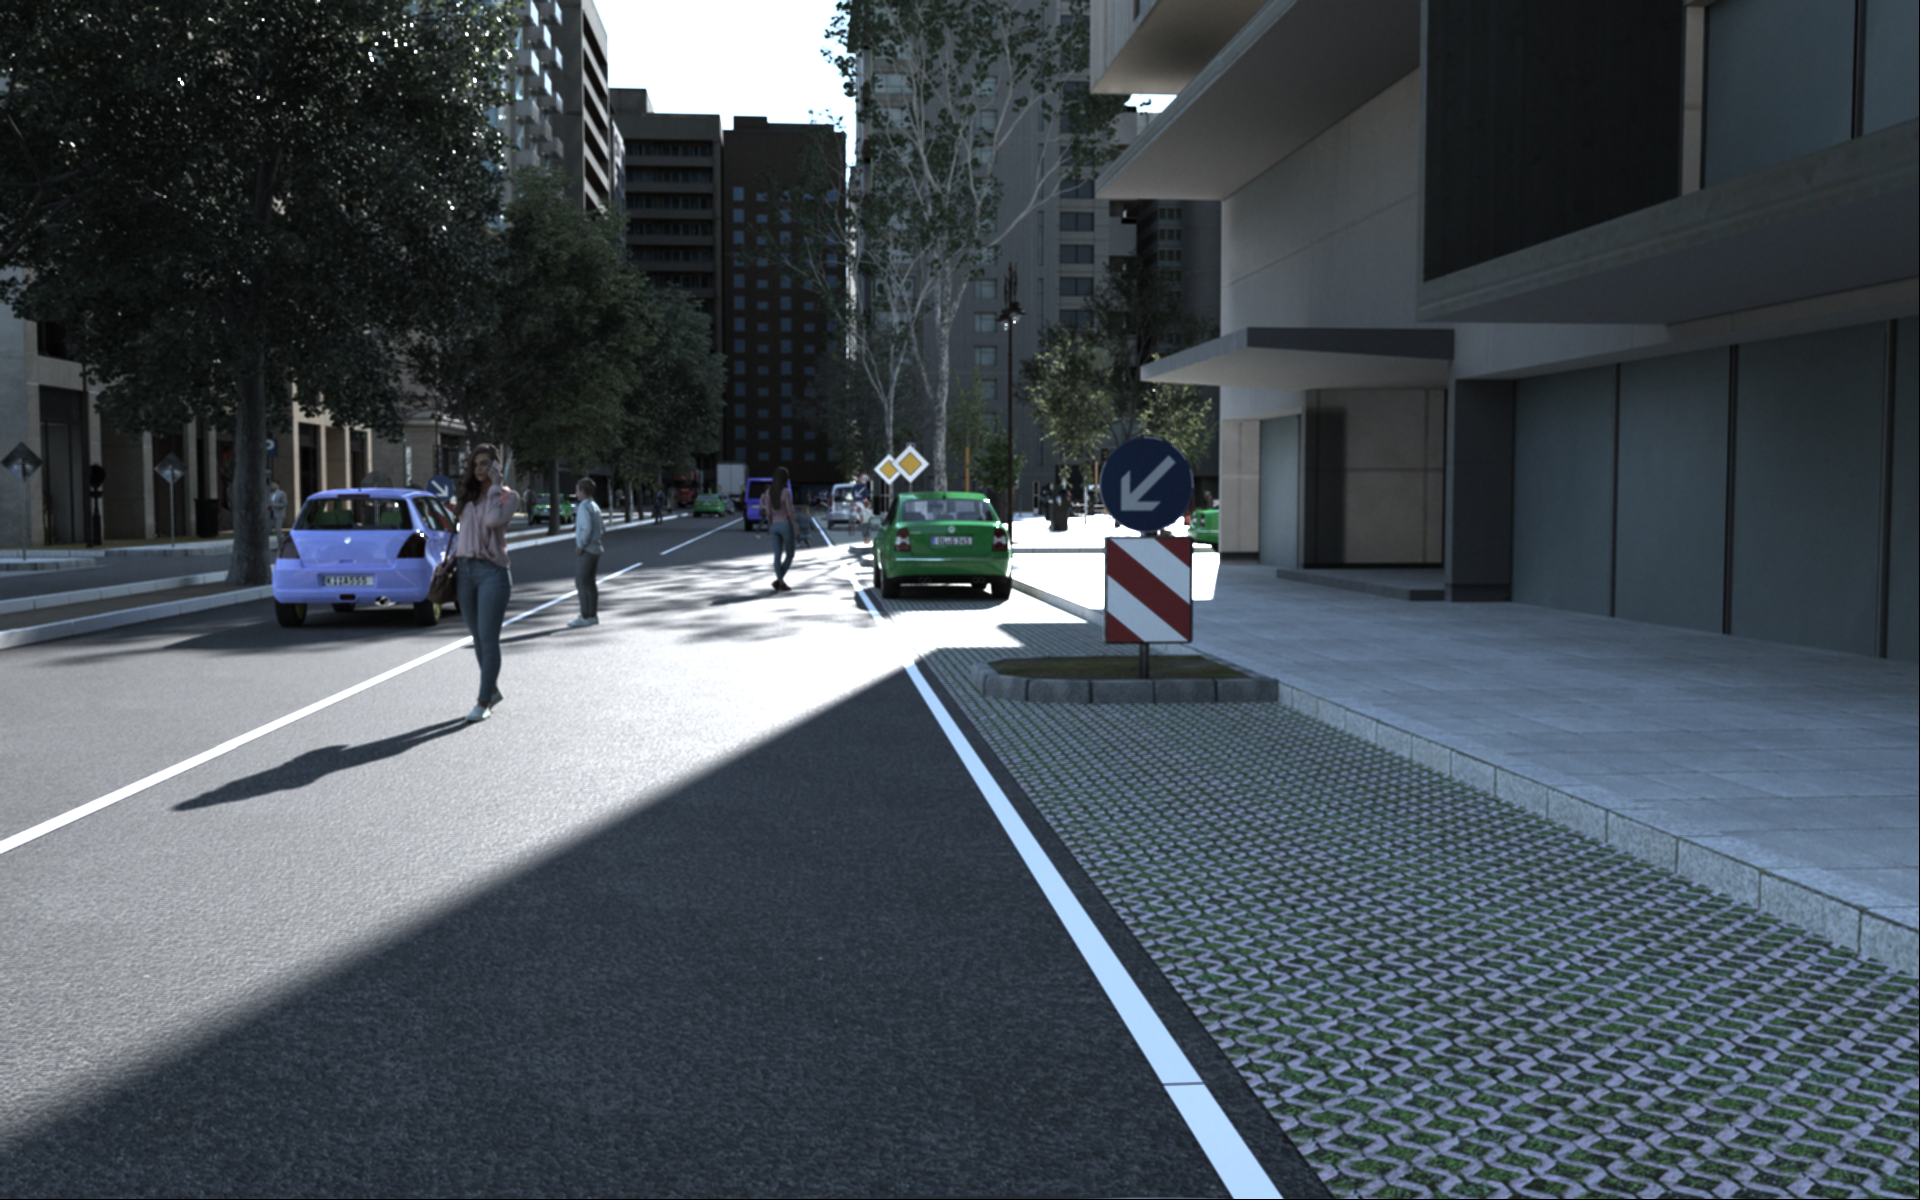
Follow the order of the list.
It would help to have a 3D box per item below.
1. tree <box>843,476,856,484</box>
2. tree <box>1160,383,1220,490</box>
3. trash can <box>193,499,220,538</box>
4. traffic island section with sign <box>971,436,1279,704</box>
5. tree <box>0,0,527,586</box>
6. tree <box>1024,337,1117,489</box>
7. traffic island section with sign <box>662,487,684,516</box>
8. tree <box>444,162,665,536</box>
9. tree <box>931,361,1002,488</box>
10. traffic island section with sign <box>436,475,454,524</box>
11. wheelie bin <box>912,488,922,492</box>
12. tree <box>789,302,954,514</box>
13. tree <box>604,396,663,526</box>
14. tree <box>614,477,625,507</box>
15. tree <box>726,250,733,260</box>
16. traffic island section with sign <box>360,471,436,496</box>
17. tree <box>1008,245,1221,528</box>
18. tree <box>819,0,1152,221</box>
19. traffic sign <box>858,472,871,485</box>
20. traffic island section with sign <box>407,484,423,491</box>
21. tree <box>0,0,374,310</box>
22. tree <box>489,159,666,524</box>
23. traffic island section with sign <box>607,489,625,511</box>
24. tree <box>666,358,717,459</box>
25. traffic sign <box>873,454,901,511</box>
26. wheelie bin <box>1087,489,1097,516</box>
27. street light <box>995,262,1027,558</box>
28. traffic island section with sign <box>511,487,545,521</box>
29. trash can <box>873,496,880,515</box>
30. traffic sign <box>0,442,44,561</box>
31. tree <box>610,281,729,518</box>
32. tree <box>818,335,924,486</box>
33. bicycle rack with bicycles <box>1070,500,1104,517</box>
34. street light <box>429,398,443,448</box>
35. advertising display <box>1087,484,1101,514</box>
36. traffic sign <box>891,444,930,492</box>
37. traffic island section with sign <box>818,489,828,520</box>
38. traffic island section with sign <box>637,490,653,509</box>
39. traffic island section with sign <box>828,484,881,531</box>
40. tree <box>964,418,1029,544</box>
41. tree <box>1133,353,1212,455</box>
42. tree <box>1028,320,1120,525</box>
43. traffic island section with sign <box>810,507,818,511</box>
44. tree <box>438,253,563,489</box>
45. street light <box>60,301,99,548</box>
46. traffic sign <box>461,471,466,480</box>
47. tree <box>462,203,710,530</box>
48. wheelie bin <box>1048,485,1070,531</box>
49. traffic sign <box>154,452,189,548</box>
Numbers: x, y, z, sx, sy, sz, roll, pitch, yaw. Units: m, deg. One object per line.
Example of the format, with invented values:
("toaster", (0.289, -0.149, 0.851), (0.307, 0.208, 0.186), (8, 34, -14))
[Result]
("tree", (-10.364, -10.017, 158.385), (1.663, 3.219, 1.824), (0, 3, 0))
("tree", (14.508, -9.887, 112.022), (4.737, 8.622, 4.395), (0, 3, 0))
("trash can", (-22.108, -2.397, 50.850), (0.748, 1.137, 0.748), (0, 3, 0))
("traffic island section with sign", (1.111, -0.249, 12.704), (1.989, 1.847, 2.006), (0, 4, -5))
("tree", (-11.207, -7.208, 26.959), (9.857, 13.997, 8.962), (0, 3, 0))
("tree", (4.931, -7.825, 78.306), (4.360, 8.622, 3.978), (0, 3, 0))
("traffic island section with sign", (-19.393, -6.621, 116.391), (2.006, 1.907, 1.989), (0, 4, -5))
("tree", (-14.062, -8.494, 59.456), (7.486, 12.596, 7.792), (0, 3, 0))
("tree", (0.383, -8.929, 96.358), (4.737, 8.622, 4.395), (0, 3, 0))
("traffic island section with sign", (-12.338, -2.046, 41.584), (2.006, 1.907, 1.989), (0, 4, -5))
("wheelie bin", (-2.282, -5.043, 90.359), (0.693, 1.594, 0.980), (-3, 5, -42))
("tree", (-5.798, -12.263, 110.866), (12.009, 13.543, 11.850), (0, 3, 0))
("tree", (-15.529, -7.587, 76.859), (4.737, 8.622, 4.395), (0, 3, 0))
("tree", (-34.695, -11.102, 176.116), (1.663, 3.219, 1.824), (0, 3, 0))
("tree", (-4.824, -14.103, 86.478), (12.611, 20.169, 13.585), (0, 3, 0))
("traffic island section with sign", (-11.653, -1.595, 34.208), (2.006, 1.907, 1.989), (0, 4, -5))
("tree", (6.039, -8.033, 65.750), (8.767, 10.594, 7.601), (0, 4, -5))
("tree", (-0.018, -12.065, 53.155), (12.611, 20.169, 13.585), (0, 3, 0))
("traffic sign", (-5.631, -6.243, 102.182), (0.768, 2.556, 0.104), (0, 4, -1))
("traffic island section with sign", (-20.781, -3.500, 65.849), (1.989, 1.847, 2.006), (0, 4, -5))
("tree", (-10.000, -4.941, 17.658), (8.767, 10.594, 7.601), (0, 4, -5))
("tree", (-12.484, -6.615, 45.018), (8.767, 10.594, 7.601), (0, 4, -5))
("traffic island section with sign", (-28.023, -8.198, 142.665), (1.989, 1.847, 2.006), (0, 4, -5))
("tree", (-15.929, -8.941, 83.047), (8.767, 10.594, 7.601), (0, 4, -5))
("traffic sign", (-1.752, -2.397, 42.840), (0.795, 2.450, 0.064), (0, 4, -5))
("wheelie bin", (7.724, -5.770, 102.254), (0.693, 1.594, 0.980), (0, 4, 8))
("street light", (1.006, -3.785, 34.677), (0.468, 5.910, 1.993), (0, 4, -5))
("traffic island section with sign", (-23.325, -5.153, 92.882), (1.989, 1.847, 2.006), (0, 4, -5))
("trash can", (-4.895, -5.650, 104.027), (0.748, 1.137, 0.748), (0, 3, 0))
("traffic sign", (-18.024, -1.815, 33.314), (0.795, 2.450, 0.064), (0, 4, -5))
("tree", (-18.308, -11.928, 104.141), (9.857, 13.997, 8.962), (0, 3, 0))
("tree", (-6.365, -12.511, 122.680), (7.486, 12.596, 7.792), (0, 3, 0))
("bicycle rack with bicycles", (6.984, -5.250, 99.225), (2.852, 0.926, 2.925), (2, 4, 28))
("street light", (-24.538, -6.637, 81.307), (0.468, 5.910, 1.993), (0, 4, -5))
("advertising display", (8.548, -6.444, 110.574), (0.974, 1.923, 0.123), (-2, 4, -32))
("traffic sign", (-1.003, -1.911, 34.890), (0.795, 2.450, 0.064), (0, 4, -5))
("traffic island section with sign", (-6.567, -5.237, 94.247), (1.989, 1.847, 2.006), (0, 4, -5))
("traffic island section with sign", (-30.544, -9.839, 169.503), (1.989, 1.847, 2.006), (0, 4, -5))
("traffic island section with sign", (-4.034, -3.595, 67.411), (1.989, 1.847, 2.006), (0, 4, -5))
("tree", (0.916, -3.050, 44.464), (1.663, 3.219, 1.824), (0, 3, 0))
("tree", (10.564, -8.328, 86.522), (4.360, 8.622, 3.978), (0, 3, 0))
("tree", (5.058, -7.471, 72.511), (4.737, 8.622, 4.395), (0, 3, 0))
("traffic island section with sign", (-13.865, -9.980, 171.806), (1.989, 1.847, 2.006), (0, 4, -5))
("tree", (-13.712, -6.035, 51.491), (4.360, 8.622, 3.978), (0, 3, 0))
("street light", (-20.816, -4.187, 41.244), (0.468, 5.910, 1.993), (0, 4, -5))
("traffic sign", (-24.870, -5.357, 87.699), (0.768, 2.556, 0.104), (0, 4, -5))
("tree", (-14.835, -9.088, 68.050), (9.611, 12.733, 9.660), (0, 3, 0))
("wheelie bin", (3.451, -3.194, 60.125), (0.693, 1.594, 0.980), (-1, 4, -14))
("traffic sign", (-18.773, -2.301, 41.264), (0.795, 2.450, 0.064), (0, 4, -5))
